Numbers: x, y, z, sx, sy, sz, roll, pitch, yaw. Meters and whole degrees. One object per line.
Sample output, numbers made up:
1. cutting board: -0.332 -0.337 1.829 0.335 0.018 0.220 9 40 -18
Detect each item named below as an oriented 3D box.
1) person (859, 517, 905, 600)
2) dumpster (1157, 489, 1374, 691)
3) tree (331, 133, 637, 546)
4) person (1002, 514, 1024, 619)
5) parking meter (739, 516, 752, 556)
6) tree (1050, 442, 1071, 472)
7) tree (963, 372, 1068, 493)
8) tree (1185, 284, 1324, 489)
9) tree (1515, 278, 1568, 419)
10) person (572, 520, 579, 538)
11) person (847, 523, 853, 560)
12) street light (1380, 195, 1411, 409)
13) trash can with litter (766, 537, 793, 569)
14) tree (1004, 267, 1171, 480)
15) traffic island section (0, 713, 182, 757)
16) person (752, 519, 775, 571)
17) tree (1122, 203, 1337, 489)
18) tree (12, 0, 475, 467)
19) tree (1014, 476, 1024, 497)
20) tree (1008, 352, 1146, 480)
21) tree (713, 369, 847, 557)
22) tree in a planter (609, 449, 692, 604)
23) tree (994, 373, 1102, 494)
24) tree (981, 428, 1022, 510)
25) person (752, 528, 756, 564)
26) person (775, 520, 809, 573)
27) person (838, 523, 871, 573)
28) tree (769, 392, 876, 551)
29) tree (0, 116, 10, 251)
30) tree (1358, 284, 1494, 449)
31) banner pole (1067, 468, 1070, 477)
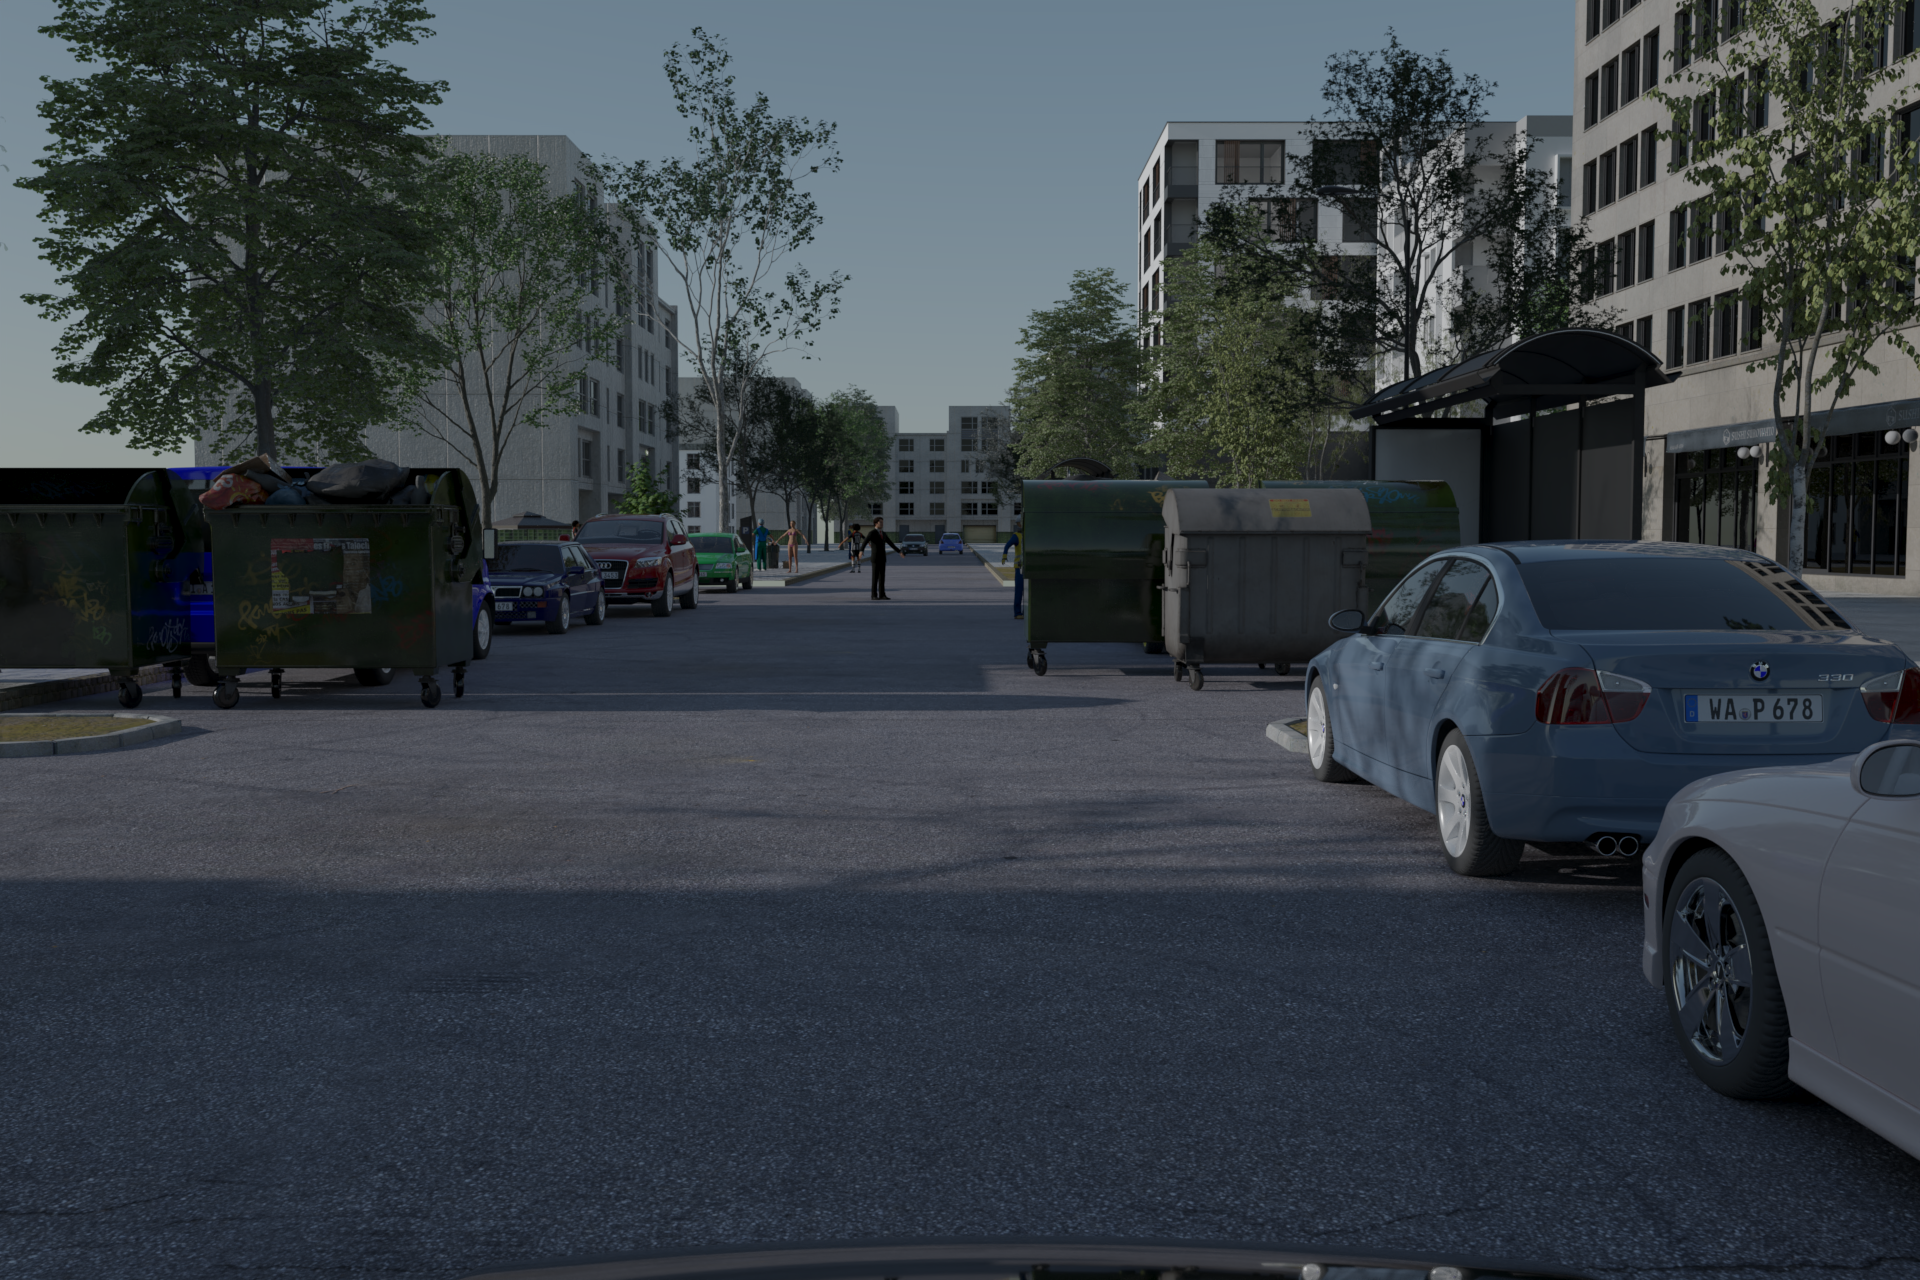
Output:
1. person: -1.746 -1.774 37.642 0.705 1.806 1.347 3 5 42
2. dumpster: 2.843 -0.495 16.310 1.865 1.857 1.264 0 4 -1
3. tree: -12.240 -7.278 44.751 9.928 11.665 9.643 0 3 0
4. person: 1.125 -1.240 29.202 1.216 1.772 0.721 -3 5 -44
5. parking meter: -6.779 -3.002 54.795 0.399 1.863 0.255 0 4 0
6. tree: 5.577 -9.849 111.393 4.360 8.622 3.978 0 3 0
7. tree: 5.288 -13.245 126.926 12.009 13.543 11.850 0 3 0
8. tree: 8.439 -6.132 50.617 4.737 8.622 4.395 0 3 0
9. tree: 23.111 -8.478 64.373 9.928 11.665 9.643 0 3 0
10. person: -14.977 -3.767 67.737 0.704 1.843 1.345 -1 4 -18
11. person: -5.427 -4.939 86.717 0.705 1.833 1.349 0 4 6
12. street light: 6.531 -3.102 23.256 1.470 5.913 1.316 0 4 0
13. trash can with litter: -6.700 -3.226 64.135 1.055 1.170 0.624 0 4 0
14. tree: 5.441 -9.535 74.019 7.486 12.596 7.792 0 3 0
15. traffic island section: -6.625 0.662 12.050 1.991 0.108 1.994 0 4 0
16. person: -6.969 -3.329 60.561 1.347 1.817 0.704 -3 5 -42
17. tree: 9.504 -8.681 60.061 7.486 12.596 7.792 0 3 0
18. tree: -12.030 -6.802 29.345 7.486 12.596 7.792 0 3 0
19. tree: 6.301 -10.247 117.893 4.360 8.622 3.978 0 3 0
20. tree: 5.901 -9.334 87.022 7.601 10.594 8.767 0 4 -1
21. tree: -9.795 -9.965 97.340 7.601 10.594 8.767 1 4 16
22. tree in a planter: -6.624 -2.397 36.418 1.991 3.239 1.994 0 4 1
23. tree: 5.429 -9.941 96.955 7.601 10.594 8.767 -1 4 -17
24. tree: 5.498 -12.673 141.612 7.601 10.594 8.767 1 4 18
25. person: -8.419 -3.833 68.937 0.705 1.796 1.348 3 5 42
26. person: -5.544 -3.082 57.189 1.217 1.733 0.721 1 4 20
27. person: -3.858 -3.393 64.078 1.345 1.843 0.704 -2 4 -27
28. tree: -9.976 -12.354 127.738 9.928 11.665 9.643 0 3 0
29. tree: -12.651 -4.200 19.025 4.360 8.622 3.978 0 3 0
30. tree: 14.232 -6.100 50.094 4.360 8.622 3.978 0 3 0
31. banner pole: 3.755 -4.270 59.830 0.401 3.779 0.863 0 4 -2
